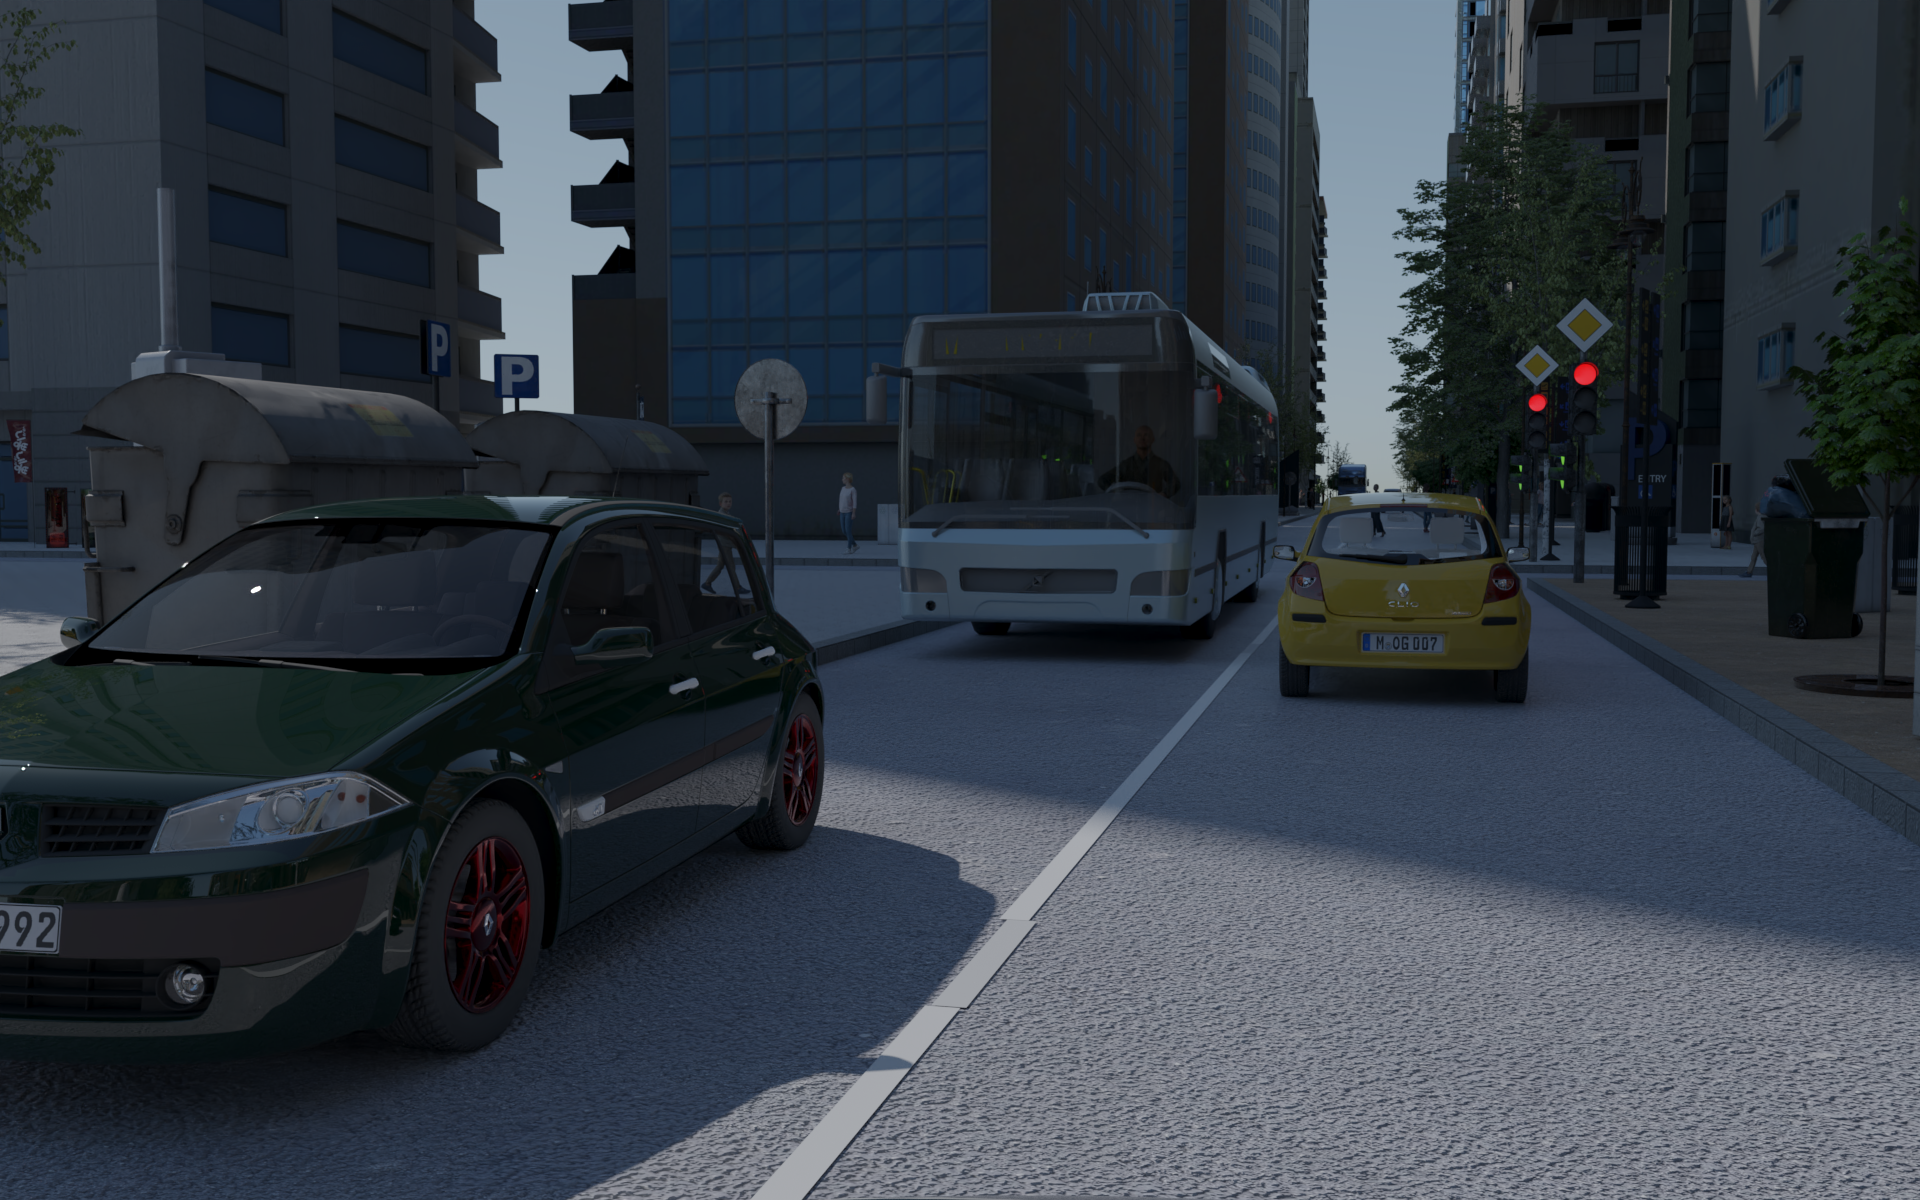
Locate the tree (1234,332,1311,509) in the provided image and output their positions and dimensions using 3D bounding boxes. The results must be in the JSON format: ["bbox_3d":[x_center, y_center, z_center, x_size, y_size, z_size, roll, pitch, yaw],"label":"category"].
[{"bbox_3d":[13.714,-7.907,79.643,4.360,8.622,3.978,0,3,0],"label":"tree"}]

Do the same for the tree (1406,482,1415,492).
[{"bbox_3d":[57.984,-13.846,220.974,1.663,3.219,1.824,0,3,0],"label":"tree"}]

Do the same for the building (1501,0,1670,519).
[{"bbox_3d":[42.236,-30.439,86.920,28.713,52.752,27.495,1,4,14],"label":"building"}]

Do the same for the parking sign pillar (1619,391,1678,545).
[{"bbox_3d":[17.441,-3.388,43.873,1.447,3.967,1.447,3,5,40],"label":"parking sign pillar"}]

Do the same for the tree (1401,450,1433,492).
[{"bbox_3d":[53.252,-15.402,202.185,4.360,8.622,3.978,0,3,0],"label":"tree"}]

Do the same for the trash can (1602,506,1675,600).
[{"bbox_3d":[8.273,-0.574,21.043,0.748,1.137,0.748,0,3,0],"label":"trash can"}]

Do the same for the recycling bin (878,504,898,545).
[{"bbox_3d":[-1.608,-1.914,43.843,0.722,1.027,0.722,2,4,31],"label":"recycling bin"}]

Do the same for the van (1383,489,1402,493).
[{"bbox_3d":[32.998,-7.646,132.017,2.013,2.044,4.112,1,4,16],"label":"van"}]

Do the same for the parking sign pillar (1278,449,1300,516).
[{"bbox_3d":[19.478,-6.997,102.868,1.447,3.967,1.447,1,4,13],"label":"parking sign pillar"}]

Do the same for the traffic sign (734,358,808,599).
[{"bbox_3d":[-1.792,-0.989,16.274,0.768,2.556,0.104,1,4,20],"label":"traffic sign"}]

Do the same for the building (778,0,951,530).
[{"bbox_3d":[1.528,-25.979,74.874,14.600,45.320,14.200,1,4,14],"label":"building"}]

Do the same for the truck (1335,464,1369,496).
[{"bbox_3d":[36.900,-10.506,161.533,2.967,4.110,18.799,1,4,15],"label":"truck"}]

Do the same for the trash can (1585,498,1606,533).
[{"bbox_3d":[21.144,-2.823,57.815,0.748,1.137,0.748,0,3,0],"label":"trash can"}]

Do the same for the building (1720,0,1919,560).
[{"bbox_3d":[30.369,-25.477,40.259,21.600,48.544,21.300,1,4,14],"label":"building"}]

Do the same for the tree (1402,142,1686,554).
[{"bbox_3d":[12.757,-5.283,36.734,4.737,8.622,4.395,0,3,0],"label":"tree"}]

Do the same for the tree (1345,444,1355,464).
[{"bbox_3d":[51.820,-17.446,235.605,4.737,8.622,4.395,0,3,0],"label":"tree"}]

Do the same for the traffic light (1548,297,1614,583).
[{"bbox_3d":[8.915,-2.200,24.892,0.839,4.253,0.868,1,4,14],"label":"traffic light"}]

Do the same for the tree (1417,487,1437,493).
[{"bbox_3d":[43.102,-10.066,159.178,1.663,3.219,1.824,0,3,0],"label":"tree"}]

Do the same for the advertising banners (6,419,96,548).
[{"bbox_3d":[-21.370,-2.740,40.990,2.074,3.025,0.090,-1,4,-17],"label":"advertising banners"}]

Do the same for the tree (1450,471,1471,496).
[{"bbox_3d":[20.130,-4.491,68.027,1.663,3.219,1.824,0,3,0],"label":"tree"}]

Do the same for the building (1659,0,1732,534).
[{"bbox_3d":[31.958,-17.665,60.517,14.160,30.474,14.107,1,4,14],"label":"building"}]

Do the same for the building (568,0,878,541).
[{"bbox_3d":[-2.392,-24.643,53.019,14.600,45.320,14.200,1,4,14],"label":"building"}]

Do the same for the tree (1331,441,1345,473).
[{"bbox_3d":[23.921,-10.501,122.061,4.737,8.622,4.395,0,3,0],"label":"tree"}]

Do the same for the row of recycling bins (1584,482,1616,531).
[{"bbox_3d":[22.439,-3.301,61.082,1.069,1.692,3.534,2,4,27],"label":"row of recycling bins"}]

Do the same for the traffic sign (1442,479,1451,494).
[{"bbox_3d":[27.633,-5.975,97.687,0.884,2.594,0.081,1,4,14],"label":"traffic sign"}]

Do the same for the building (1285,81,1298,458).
[{"bbox_3d":[25.095,-29.647,168.325,14.154,41.232,14.086,1,4,14],"label":"building"}]

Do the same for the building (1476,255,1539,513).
[{"bbox_3d":[53.407,-17.366,128.967,27.650,21.520,28.899,1,4,14],"label":"building"}]

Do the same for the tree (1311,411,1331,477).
[{"bbox_3d":[30.679,-12.412,153.303,4.360,8.622,3.978,0,3,0],"label":"tree"}]

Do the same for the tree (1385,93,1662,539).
[{"bbox_3d":[16.076,-8.043,49.629,7.486,12.596,7.792,0,3,0],"label":"tree"}]

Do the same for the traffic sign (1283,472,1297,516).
[{"bbox_3d":[19.143,-6.146,100.592,0.768,2.556,0.104,1,4,20],"label":"traffic sign"}]

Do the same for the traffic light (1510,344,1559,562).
[{"bbox_3d":[10.820,-2.674,32.648,0.839,4.253,0.868,1,4,14],"label":"traffic light"}]

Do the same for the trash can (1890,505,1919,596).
[{"bbox_3d":[12.201,-0.634,22.021,0.748,1.137,0.748,0,3,0],"label":"trash can"}]

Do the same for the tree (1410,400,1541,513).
[{"bbox_3d":[17.019,-4.434,56.204,4.285,4.588,4.351,0,3,0],"label":"tree"}]

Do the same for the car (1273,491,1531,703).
[{"bbox_3d":[3.416,-0.197,13.450,2.015,1.641,3.980,1,4,13],"label":"car"}]

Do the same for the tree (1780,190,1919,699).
[{"bbox_3d":[5.962,-1.012,11.146,1.663,3.219,1.824,0,3,0],"label":"tree"}]

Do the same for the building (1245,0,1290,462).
[{"bbox_3d":[16.502,-37.049,147.745,21.231,58.520,28.212,1,4,14],"label":"building"}]

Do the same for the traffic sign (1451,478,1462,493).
[{"bbox_3d":[22.029,-4.652,76.066,0.884,2.594,0.081,1,4,19],"label":"traffic sign"}]

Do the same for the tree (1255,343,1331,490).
[{"bbox_3d":[14.952,-8.233,84.976,4.737,8.622,4.395,0,3,0],"label":"tree"}]

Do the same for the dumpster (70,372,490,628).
[{"bbox_3d":[-3.535,-0.206,9.126,1.264,1.857,1.865,1,4,14],"label":"dumpster"}]

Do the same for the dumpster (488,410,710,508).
[{"bbox_3d":[-2.761,-0.430,12.784,1.264,1.857,1.865,1,4,14],"label":"dumpster"}]

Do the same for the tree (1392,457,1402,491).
[{"bbox_3d":[44.739,-13.242,166.871,4.737,8.622,4.395,0,3,0],"label":"tree"}]

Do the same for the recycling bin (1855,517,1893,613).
[{"bbox_3d":[9.692,-0.395,19.018,0.722,1.027,0.722,-2,4,-28],"label":"recycling bin"}]

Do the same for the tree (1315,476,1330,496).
[{"bbox_3d":[38.129,-11.523,182.999,1.663,3.219,1.824,0,3,0],"label":"tree"}]

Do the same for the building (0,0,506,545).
[{"bbox_3d":[-30.773,-31.372,54.927,28.212,58.520,21.231,1,4,14],"label":"building"}]

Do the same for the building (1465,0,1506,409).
[{"bbox_3d":[57.811,-32.902,157.548,23.786,49.044,30.456,1,4,14],"label":"building"}]

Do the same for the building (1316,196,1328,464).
[{"bbox_3d":[41.345,-36.397,249.715,22.147,44.769,28.867,1,4,14],"label":"building"}]

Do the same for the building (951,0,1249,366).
[{"bbox_3d":[8.428,-27.276,96.077,14.600,45.320,14.200,1,4,14],"label":"building"}]

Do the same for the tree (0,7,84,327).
[{"bbox_3d":[-13.772,-4.438,22.923,4.737,8.622,4.395,0,3,0],"label":"tree"}]

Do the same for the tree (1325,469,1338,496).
[{"bbox_3d":[49.491,-14.890,227.170,4.285,4.588,4.351,0,3,0],"label":"tree"}]

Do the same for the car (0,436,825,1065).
[{"bbox_3d":[-1.758,0.242,5.828,2.009,1.686,4.222,1,4,13],"label":"car"}]
